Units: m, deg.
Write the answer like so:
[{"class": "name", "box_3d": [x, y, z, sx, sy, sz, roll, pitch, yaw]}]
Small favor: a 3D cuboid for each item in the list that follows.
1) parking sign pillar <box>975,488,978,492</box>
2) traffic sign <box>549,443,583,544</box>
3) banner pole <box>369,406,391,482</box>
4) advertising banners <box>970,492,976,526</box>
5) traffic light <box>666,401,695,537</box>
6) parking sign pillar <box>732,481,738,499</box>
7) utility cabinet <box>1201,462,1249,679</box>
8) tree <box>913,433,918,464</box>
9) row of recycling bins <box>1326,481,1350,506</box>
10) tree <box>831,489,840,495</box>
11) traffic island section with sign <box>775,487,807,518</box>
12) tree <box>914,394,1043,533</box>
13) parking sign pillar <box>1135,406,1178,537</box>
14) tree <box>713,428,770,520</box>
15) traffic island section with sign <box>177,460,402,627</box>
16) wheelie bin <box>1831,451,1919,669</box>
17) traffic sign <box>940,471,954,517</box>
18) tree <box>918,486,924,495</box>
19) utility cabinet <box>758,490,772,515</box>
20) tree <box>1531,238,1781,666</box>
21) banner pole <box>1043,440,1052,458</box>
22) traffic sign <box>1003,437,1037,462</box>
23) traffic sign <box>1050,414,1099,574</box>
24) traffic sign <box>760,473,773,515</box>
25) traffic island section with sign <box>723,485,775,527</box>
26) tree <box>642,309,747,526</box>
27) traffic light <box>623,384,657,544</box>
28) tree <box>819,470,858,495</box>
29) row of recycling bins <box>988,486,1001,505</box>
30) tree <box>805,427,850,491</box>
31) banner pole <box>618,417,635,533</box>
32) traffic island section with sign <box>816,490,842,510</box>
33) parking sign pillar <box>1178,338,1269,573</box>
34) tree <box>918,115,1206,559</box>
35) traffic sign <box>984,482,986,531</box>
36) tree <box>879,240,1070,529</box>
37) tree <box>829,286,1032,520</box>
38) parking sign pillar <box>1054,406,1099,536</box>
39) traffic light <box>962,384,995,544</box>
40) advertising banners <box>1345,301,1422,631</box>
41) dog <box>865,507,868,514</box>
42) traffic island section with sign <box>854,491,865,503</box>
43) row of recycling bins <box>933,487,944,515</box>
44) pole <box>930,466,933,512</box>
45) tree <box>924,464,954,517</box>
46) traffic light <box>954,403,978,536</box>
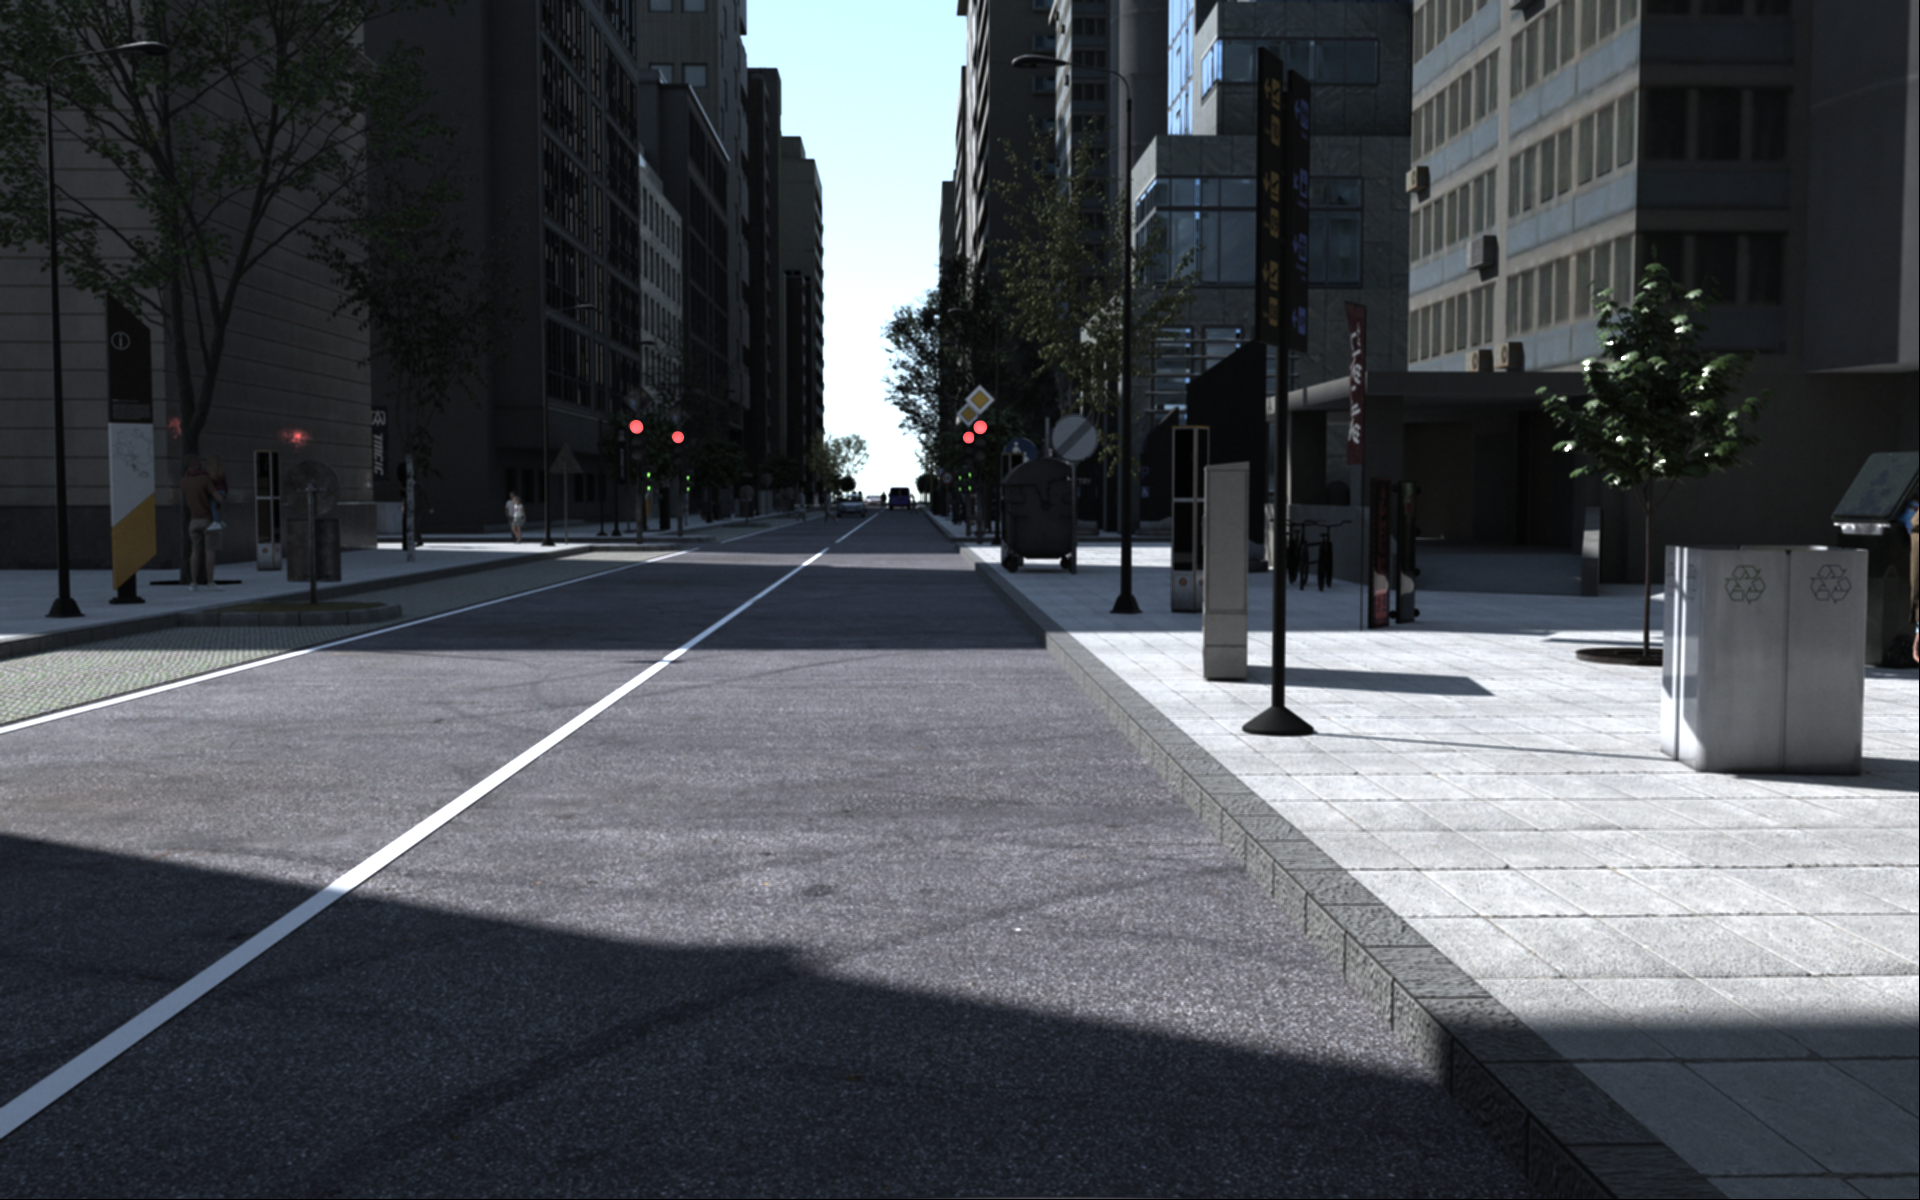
[{"class": "parking sign pillar", "box_3d": [1.191, -6.832, 100.172, 1.447, 3.967, 1.447, 1, 4, 17]}, {"class": "traffic sign", "box_3d": [-10.068, -2.705, 44.231, 0.884, 2.594, 0.081, 0, 4, -1]}, {"class": "banner pole", "box_3d": [-14.620, -3.245, 43.081, 0.863, 3.779, 0.401, -1, 4, -22]}, {"class": "advertising banners", "box_3d": [0.443, -4.526, 70.184, 0.090, 3.025, 2.074, 1, 4, 10]}, {"class": "traffic light", "box_3d": [-8.418, -3.865, 52.109, 0.839, 4.253, 0.868, 0, 4, -2]}, {"class": "parking sign pillar", "box_3d": [-16.253, -8.124, 121.304, 1.447, 3.967, 1.447, -2, 4, -26]}, {"class": "utility cabinet", "box_3d": [1.882, -0.227, 12.391, 0.318, 1.500, 1.173, 0, 4, 8]}, {"class": "tree", "box_3d": [-1.555, -11.342, 135.810, 4.737, 8.622, 4.395, 0, 3, 0]}, {"class": "row of recycling bins", "box_3d": [12.997, -2.829, 53.366, 3.534, 1.692, 1.069, 1, 4, 21]}, {"class": "tree", "box_3d": [-17.928, -15.423, 246.773, 1.663, 3.219, 1.824, 0, 3, 0]}, {"class": "traffic island section with sign", "box_3d": [-10.026, -5.716, 102.078, 1.989, 1.847, 2.006, 0, 4, -2]}, {"class": "tree", "box_3d": [1.024, -4.477, 56.906, 4.285, 4.588, 4.351, 0, 3, 0]}, {"class": "parking sign pillar", "box_3d": [6.092, -3.942, 52.916, 1.447, 3.967, 1.447, -3, 5, -42]}, {"class": "tree", "box_3d": [-11.960, -6.171, 84.616, 4.285, 4.588, 4.351, 0, 3, 0]}, {"class": "traffic island section with sign", "box_3d": [-7.447, -0.667, 19.537, 1.989, 1.847, 2.006, 0, 4, -2]}, {"class": "wheelie bin", "box_3d": [7.029, -0.313, 13.018, 0.693, 1.594, 0.980, -1, 4, -12]}, {"class": "traffic sign", "box_3d": [-0.715, -5.819, 95.254, 0.768, 2.556, 0.104, 0, 4, 7]}, {"class": "tree", "box_3d": [-3.125, -10.988, 174.251, 1.663, 3.219, 1.824, 0, 3, 0]}, {"class": "utility cabinet", "box_3d": [-12.224, -6.038, 107.394, 0.318, 1.500, 1.173, 1, 4, 21]}, {"class": "tree", "box_3d": [5.172, -1.141, 13.264, 1.663, 3.219, 1.824, 0, 3, 0]}, {"class": "banner pole", "box_3d": [3.991, -5.465, 79.363, 0.401, 3.779, 0.863, -3, 4, -38]}, {"class": "traffic sign", "box_3d": [1.353, -2.380, 39.025, 0.768, 2.556, 0.104, 0, 4, -1]}, {"class": "traffic sign", "box_3d": [1.822, -1.683, 27.617, 0.768, 2.556, 0.104, 0, 4, 6]}, {"class": "traffic sign", "box_3d": [-11.825, -6.472, 105.917, 0.768, 2.556, 0.104, 0, 4, -2]}, {"class": "traffic island section with sign", "box_3d": [-9.175, -4.049, 74.836, 1.989, 1.847, 2.006, 0, 4, -2]}, {"class": "tree", "box_3d": [-10.865, -7.317, 70.003, 4.360, 8.622, 3.978, 0, 3, 0]}, {"class": "traffic light", "box_3d": [-8.169, -3.377, 44.127, 0.839, 4.253, 0.868, 0, 4, -2]}, {"class": "tree", "box_3d": [-16.430, -14.538, 221.417, 4.285, 4.588, 4.351, 0, 3, 0]}, {"class": "row of recycling bins", "box_3d": [2.721, -4.816, 85.858, 3.534, 1.692, 1.069, 0, 4, 3]}, {"class": "tree", "box_3d": [-15.619, -15.196, 198.817, 4.737, 8.622, 4.395, 0, 3, 0]}, {"class": "banner pole", "box_3d": [-10.972, -4.076, 56.661, 0.401, 3.779, 0.863, -3, 5, -40]}, {"class": "traffic island section with sign", "box_3d": [-11.560, -8.731, 151.374, 1.989, 1.847, 2.006, 0, 4, -2]}, {"class": "parking sign pillar", "box_3d": [4.418, -2.465, 28.779, 1.447, 3.967, 1.447, 1, 4, 9]}, {"class": "tree", "box_3d": [2.369, -5.115, 33.986, 4.737, 8.622, 4.395, 0, 3, 0]}, {"class": "traffic sign", "box_3d": [0.855, -3.635, 59.540, 0.768, 2.556, 0.104, 0, 4, 2]}, {"class": "tree", "box_3d": [0.676, -7.929, 64.048, 7.601, 10.594, 8.767, 1, 4, 12]}, {"class": "tree", "box_3d": [-0.207, -9.780, 85.654, 9.928, 11.665, 9.643, 0, 3, 0]}, {"class": "parking sign pillar", "box_3d": [3.552, -3.950, 53.047, 1.447, 3.967, 1.447, 1, 4, 14]}, {"class": "traffic light", "box_3d": [0.488, -3.394, 44.413, 0.839, 4.253, 0.868, 0, 4, -2]}, {"class": "advertising banners", "box_3d": [4.047, -1.248, 16.601, 0.090, 3.025, 2.074, 2, 4, 33]}, {"class": "dog", "box_3d": [-6.808, -6.431, 124.426, 0.540, 0.507, 0.406, 1, 4, 19]}, {"class": "traffic island section with sign", "box_3d": [-14.990, -15.439, 261.058, 1.989, 1.847, 2.006, 0, 4, -2]}, {"class": "row of recycling bins", "box_3d": [-1.182, -6.118, 107.146, 1.069, 1.692, 3.534, 0, 4, -2]}, {"class": "pole", "box_3d": [-2.030, -7.962, 124.016, 0.158, 3.312, 0.155, 0, 3, 0]}, {"class": "tree", "box_3d": [-0.688, -6.274, 97.189, 1.663, 3.219, 1.824, 0, 3, 0]}, {"class": "traffic light", "box_3d": [0.239, -3.882, 52.394, 0.839, 4.253, 0.868, 0, 4, -2]}]
